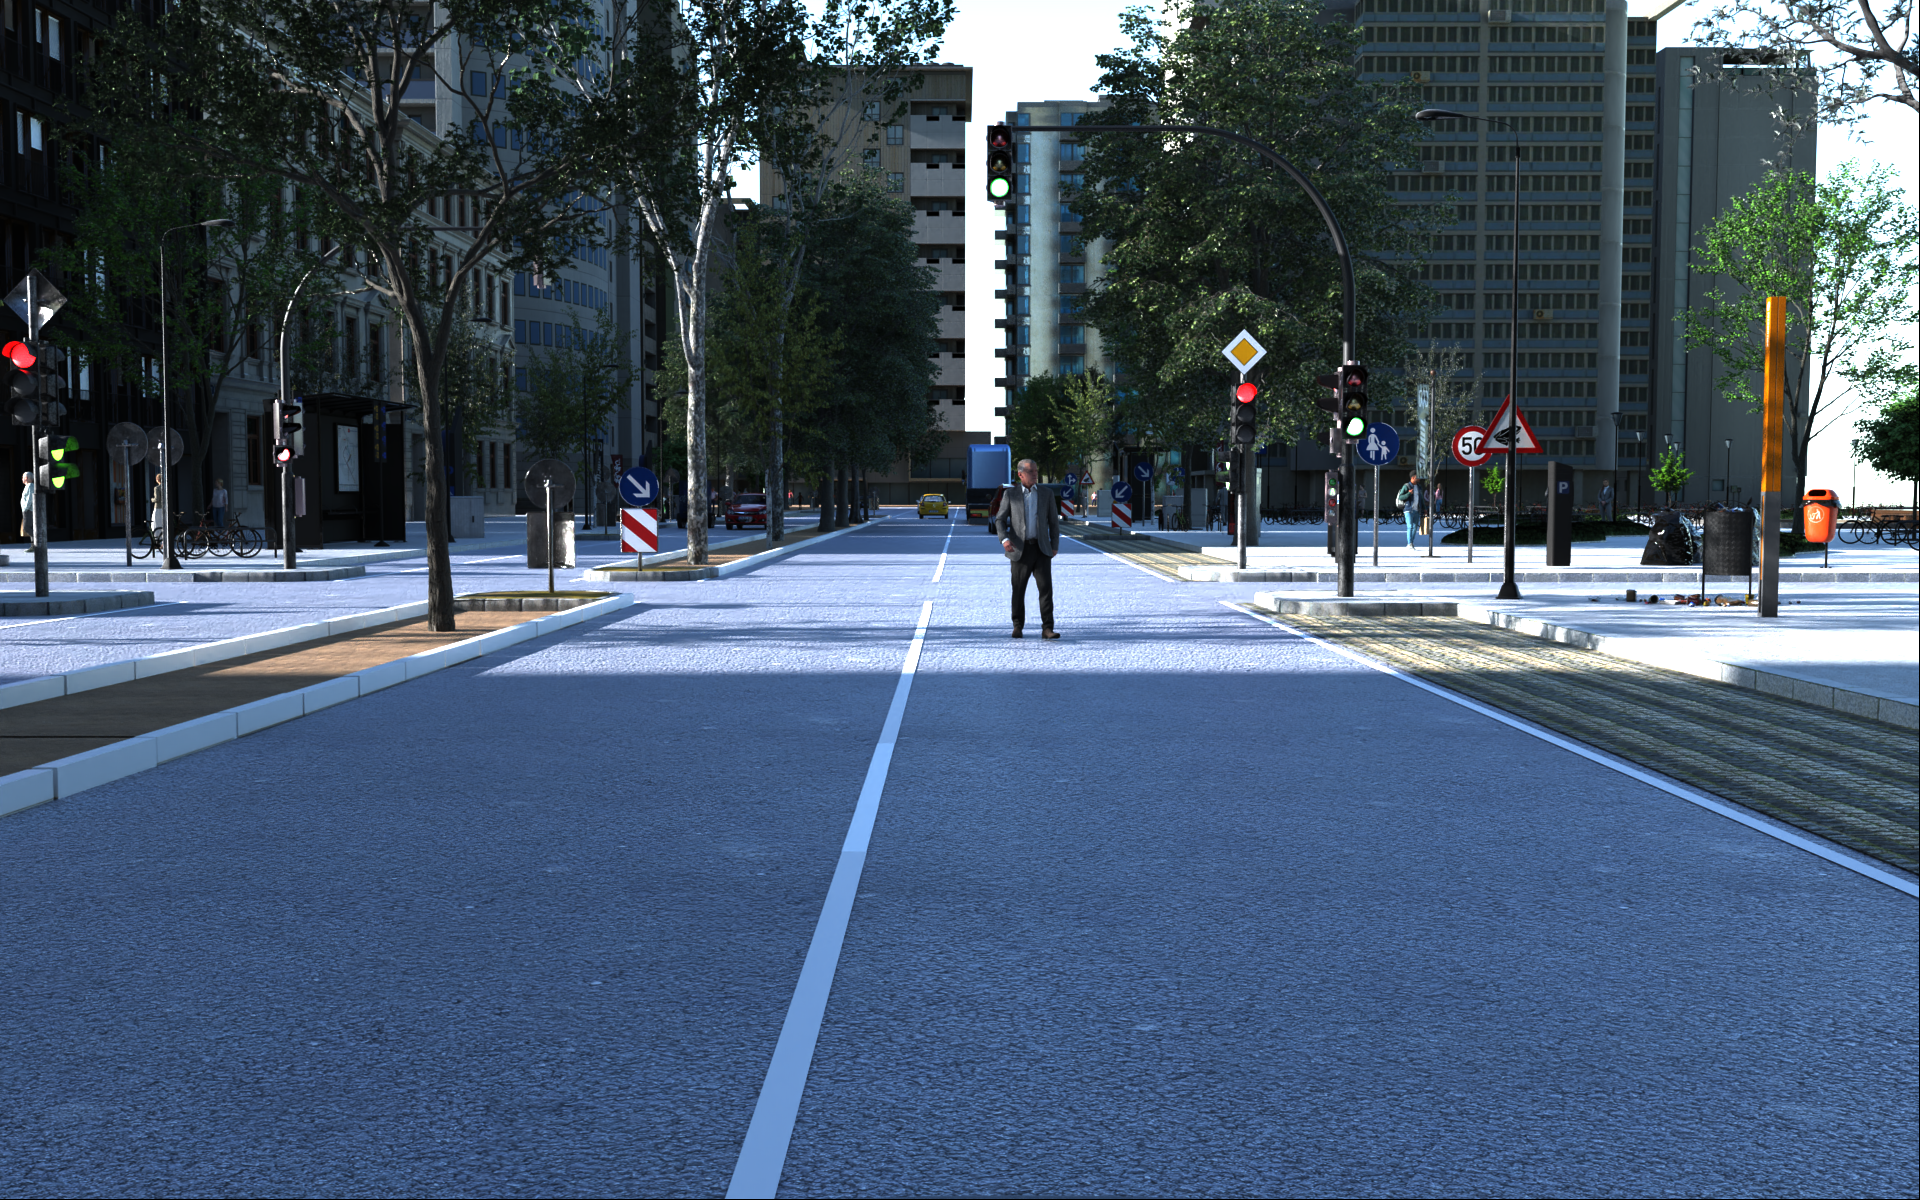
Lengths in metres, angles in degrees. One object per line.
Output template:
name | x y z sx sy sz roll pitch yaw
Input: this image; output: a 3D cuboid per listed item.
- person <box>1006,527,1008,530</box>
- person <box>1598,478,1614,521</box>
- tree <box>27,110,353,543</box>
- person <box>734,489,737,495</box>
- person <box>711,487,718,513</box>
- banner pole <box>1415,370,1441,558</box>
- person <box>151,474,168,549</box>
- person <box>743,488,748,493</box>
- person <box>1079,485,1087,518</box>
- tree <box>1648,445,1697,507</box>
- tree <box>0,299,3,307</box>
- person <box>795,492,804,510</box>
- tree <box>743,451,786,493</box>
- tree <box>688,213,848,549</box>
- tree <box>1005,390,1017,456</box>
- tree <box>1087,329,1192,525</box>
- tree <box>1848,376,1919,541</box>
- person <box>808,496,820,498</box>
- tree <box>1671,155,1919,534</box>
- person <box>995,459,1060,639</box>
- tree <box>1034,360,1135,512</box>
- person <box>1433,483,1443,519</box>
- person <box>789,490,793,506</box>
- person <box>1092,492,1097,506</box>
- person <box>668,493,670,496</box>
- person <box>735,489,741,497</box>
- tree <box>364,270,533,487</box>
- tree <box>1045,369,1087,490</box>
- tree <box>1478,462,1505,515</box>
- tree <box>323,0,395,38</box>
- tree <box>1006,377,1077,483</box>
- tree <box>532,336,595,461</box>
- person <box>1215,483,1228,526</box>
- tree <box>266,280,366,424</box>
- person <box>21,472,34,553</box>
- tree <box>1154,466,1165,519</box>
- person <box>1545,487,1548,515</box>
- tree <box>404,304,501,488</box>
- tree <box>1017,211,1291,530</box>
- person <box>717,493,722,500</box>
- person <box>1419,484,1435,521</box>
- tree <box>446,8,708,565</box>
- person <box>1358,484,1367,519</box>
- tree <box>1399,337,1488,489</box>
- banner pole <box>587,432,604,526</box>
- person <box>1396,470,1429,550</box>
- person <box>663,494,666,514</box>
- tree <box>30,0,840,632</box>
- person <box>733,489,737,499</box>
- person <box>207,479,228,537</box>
person | 2.022 -3.716 69.527 0.850 1.792 0.678 1 4 16
person | 20.977 -3.056 56.278 0.520 1.790 0.573 2 4 26
tree | -20.230 -7.356 46.033 9.928 11.665 9.643 0 3 0
person | -21.229 -9.641 164.191 0.721 1.766 1.217 -1 4 -15
person | -15.715 -6.297 109.932 0.756 1.711 0.436 1 4 13
banner pole | 9.357 -2.736 34.751 0.401 3.779 0.863 3 5 44
person | -18.647 -2.068 40.399 0.362 1.759 0.519 1 4 22
person | -17.086 -8.065 138.635 1.217 1.736 0.721 -3 5 -44
person | 6.629 -5.308 93.174 0.374 1.781 0.599 2 4 32
tree | 28.158 -4.535 68.756 1.663 3.219 1.824 0 3 0
tree | -21.135 -5.145 34.480 4.737 8.622 4.395 0 3 0
person | -13.270 -8.209 143.512 1.065 1.426 0.557 3 5 45
tree | -14.504 -8.885 128.979 4.285 4.588 4.351 0 3 0
tree | -4.897 -5.599 44.364 4.737 8.622 4.395 0 3 0
tree | 7.518 -13.253 142.441 9.928 11.665 9.643 0 3 0
tree | 7.960 -7.396 71.285 4.737 8.622 4.395 0 3 0
tree | 26.516 -3.921 47.828 4.285 4.588 4.351 0 3 0
person | -15.052 -10.571 178.966 1.348 1.812 0.705 2 4 25
tree | 26.522 -7.872 54.468 9.928 11.665 9.643 0 3 0
person | 0.708 -0.501 17.085 0.661 1.777 0.834 -1 4 -18
tree | 8.555 -11.382 120.513 7.601 10.594 8.767 1 4 20
person | 24.359 -5.018 88.094 0.388 1.821 0.555 3 5 44
person | -17.610 -10.539 179.076 0.721 1.743 1.217 -3 5 -44
person | 14.290 -10.675 183.975 0.756 1.711 0.436 2 4 34
person | -20.879 -7.290 126.175 0.756 1.711 0.436 1 4 9
person | -19.194 -8.759 150.044 0.721 1.735 1.217 1 4 21
tree | -16.723 -6.520 56.972 4.360 8.622 3.978 0 3 0
tree | 7.213 -9.212 100.975 4.737 8.622 4.395 0 3 0
tree | 32.363 -6.722 104.499 1.663 3.219 1.824 0 3 0
tree | -5.278 -5.708 6.160 12.009 13.543 11.850 0 3 0
tree | 8.048 -15.199 166.628 7.486 12.596 7.792 0 3 0
tree | -19.165 -7.999 81.142 4.360 8.622 3.978 0 3 0
person | 10.703 -3.899 70.073 0.678 1.792 0.850 0 4 0
tree | -21.704 -6.652 59.126 4.360 8.622 3.978 0 3 0
person | -20.398 -1.931 38.093 0.515 1.767 0.782 -2 4 -25
tree | 9.753 -5.762 88.816 1.663 3.219 1.824 0 3 0
person | 23.694 -3.895 69.538 0.655 1.846 0.447 -1 4 -14
tree | -19.655 -7.190 67.918 4.737 8.622 4.395 0 3 0
tree | 8.303 -8.329 61.941 9.928 11.665 9.643 0 3 0
person | -24.807 -10.591 179.213 1.348 1.823 0.705 0 4 -6
person | 21.213 -4.405 78.657 0.593 1.750 0.643 -3 4 -37
tree | -6.516 -10.820 35.256 12.611 20.169 13.585 0 3 0
person | 20.333 -4.988 87.931 0.374 1.781 0.599 -3 5 -44
tree | 22.619 -8.056 82.073 4.360 8.622 3.978 0 3 0
banner pole | -14.563 -4.836 69.080 0.863 3.779 0.401 -3 5 -39
person | 10.339 -2.039 39.362 0.794 1.824 0.713 0 4 -7
person | -17.567 -5.654 102.730 0.306 1.304 0.590 -1 4 -17
tree | -5.372 -4.966 18.057 8.767 10.594 7.601 0 3 0
person | -19.416 -8.645 148.321 0.756 1.711 0.436 2 4 24
person | -22.061 -2.742 51.552 0.731 1.740 0.598 0 4 4
